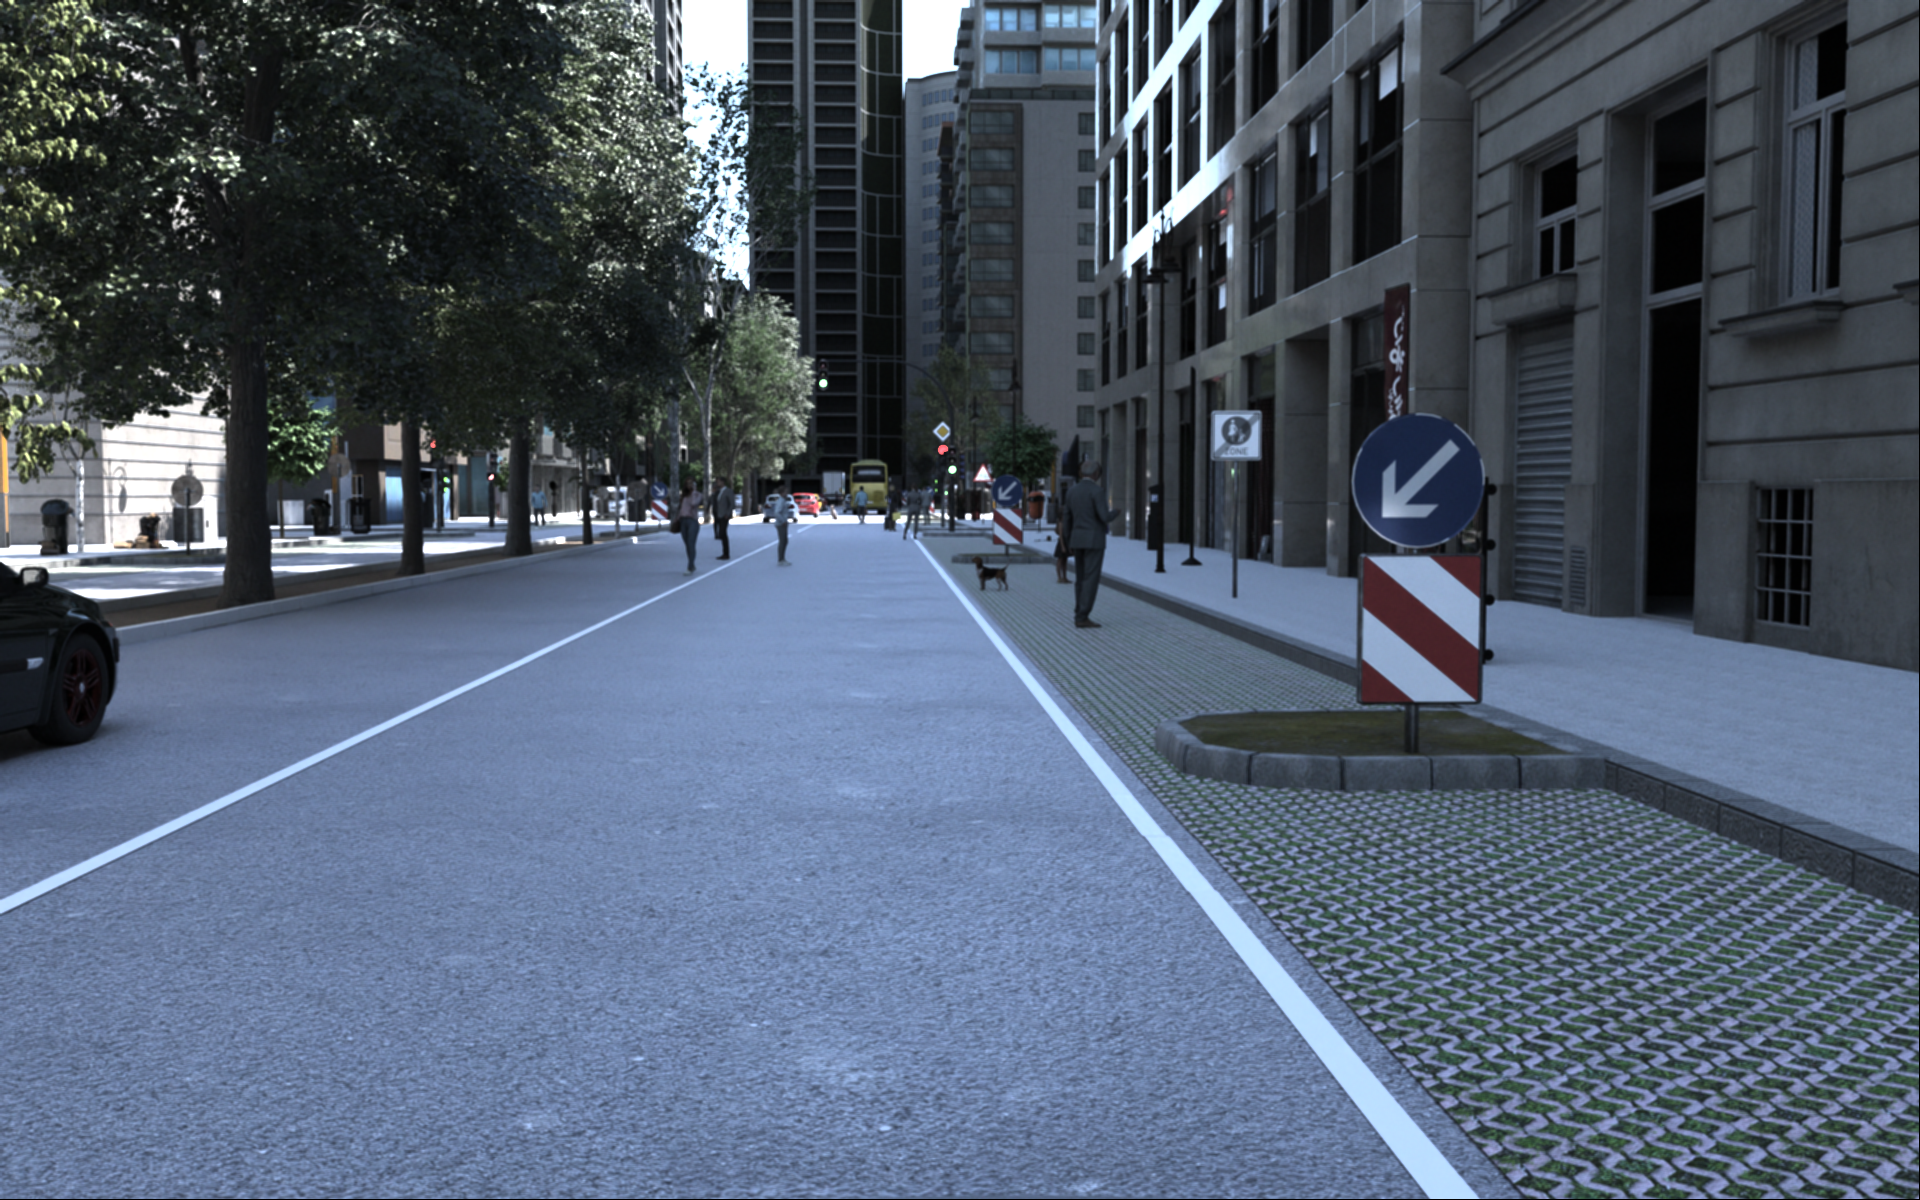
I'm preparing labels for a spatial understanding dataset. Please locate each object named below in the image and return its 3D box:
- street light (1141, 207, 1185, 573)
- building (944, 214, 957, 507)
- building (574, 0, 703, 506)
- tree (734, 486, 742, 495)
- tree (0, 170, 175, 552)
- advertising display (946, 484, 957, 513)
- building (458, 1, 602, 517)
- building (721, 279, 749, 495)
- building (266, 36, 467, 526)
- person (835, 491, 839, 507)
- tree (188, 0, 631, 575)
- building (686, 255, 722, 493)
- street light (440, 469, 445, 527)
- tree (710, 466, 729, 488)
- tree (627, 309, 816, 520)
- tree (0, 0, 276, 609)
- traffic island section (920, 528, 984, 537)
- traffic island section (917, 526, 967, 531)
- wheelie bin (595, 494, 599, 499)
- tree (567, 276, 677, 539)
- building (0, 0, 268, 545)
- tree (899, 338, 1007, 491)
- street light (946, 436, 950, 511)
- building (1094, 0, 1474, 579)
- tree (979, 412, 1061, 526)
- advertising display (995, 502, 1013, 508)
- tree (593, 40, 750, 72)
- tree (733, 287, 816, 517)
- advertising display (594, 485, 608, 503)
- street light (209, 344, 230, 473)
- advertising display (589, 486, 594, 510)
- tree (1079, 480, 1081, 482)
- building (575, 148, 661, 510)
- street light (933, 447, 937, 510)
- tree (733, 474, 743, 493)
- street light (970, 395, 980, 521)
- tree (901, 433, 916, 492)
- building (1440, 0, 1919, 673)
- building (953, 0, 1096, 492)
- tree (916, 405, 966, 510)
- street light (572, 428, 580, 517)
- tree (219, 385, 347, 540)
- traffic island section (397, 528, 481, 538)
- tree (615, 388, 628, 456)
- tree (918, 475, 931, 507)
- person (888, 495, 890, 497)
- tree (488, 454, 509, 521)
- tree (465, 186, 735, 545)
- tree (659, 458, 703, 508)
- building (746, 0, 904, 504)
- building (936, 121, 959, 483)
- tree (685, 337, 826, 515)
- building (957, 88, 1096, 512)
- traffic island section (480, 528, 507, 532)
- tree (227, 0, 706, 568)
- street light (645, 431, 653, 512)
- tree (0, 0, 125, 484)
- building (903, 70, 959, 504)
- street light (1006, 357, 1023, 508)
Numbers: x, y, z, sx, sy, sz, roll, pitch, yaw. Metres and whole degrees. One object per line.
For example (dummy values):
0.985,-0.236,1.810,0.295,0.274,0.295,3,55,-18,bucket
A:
3.283,-3.390,28.220,0.468,5.910,1.993,0,4,-3,street light
5.283,-25.013,180.656,14.160,30.474,14.107,0,4,-3,building
-38.003,-45.681,185.144,20.563,71.187,20.611,0,4,-3,building
-27.406,-13.344,212.774,1.663,3.219,1.824,0,3,0,tree
-19.507,-5.380,38.333,4.360,8.622,3.978,0,3,0,tree
-0.546,-6.718,115.060,0.974,1.923,0.123,-3,5,-39,advertising display
-35.472,-29.733,105.739,23.786,49.044,30.456,0,4,-3,building
-35.537,-28.208,232.899,14.107,30.474,14.160,0,4,-3,building
-30.561,-26.033,75.745,14.600,45.320,14.200,0,4,-3,building
-13.846,-11.397,195.531,0.721,1.739,1.217,1,4,9,person
-9.780,-6.728,30.585,7.486,12.596,7.792,0,3,0,tree
-36.743,-26.663,207.644,14.107,30.474,14.160,0,4,-3,building
-19.955,-5.738,66.600,0.468,5.910,1.993,0,4,-3,street light
-24.689,-10.983,163.289,4.285,4.588,4.351,0,3,0,tree
-12.676,-10.259,95.954,9.928,11.665,9.643,0,3,0,tree
-8.945,-6.866,21.369,9.857,13.997,8.962,0,3,0,tree
-0.262,-2.248,59.039,2.009,0.180,2.903,0,4,-3,traffic island section
-0.640,-2.736,67.015,2.009,0.180,2.903,0,4,-3,traffic island section
-21.590,-5.921,104.708,0.980,1.594,0.693,0,4,0,wheelie bin
-10.887,-6.243,54.900,4.360,8.622,3.978,0,3,0,tree
-33.317,-12.625,48.212,24.055,21.916,13.314,0,4,-3,building
-0.213,-10.396,104.381,7.601,10.594,8.767,0,4,-2,tree
-0.716,-8.468,111.239,0.468,5.910,1.993,0,4,-3,street light
14.785,-14.377,39.582,19.350,26.468,34.151,0,4,-3,building
2.397,-5.225,69.145,4.285,4.588,4.351,0,3,0,tree
2.237,-5.043,87.674,0.974,1.923,0.123,0,4,3,advertising display
-12.936,-13.018,71.189,12.611,20.169,13.585,0,3,0,tree
-13.266,-12.085,106.709,9.857,13.997,8.962,0,3,0,tree
-26.552,-7.543,128.544,0.974,1.923,0.123,2,4,24,advertising display
-18.999,-4.410,44.894,0.468,5.910,1.993,0,4,-3,street light
-28.971,-8.017,136.283,0.123,1.923,0.974,3,5,43,advertising display
7.737,-7.647,119.629,1.663,3.219,1.824,0,3,0,tree
-33.462,-22.988,147.550,14.160,30.474,14.107,0,4,-3,building
-2.085,-10.304,141.257,0.468,5.910,1.993,0,4,-3,street light
-27.416,-13.792,209.217,4.285,4.588,4.351,0,3,0,tree
0.688,-6.623,81.074,0.468,5.910,1.993,0,4,-3,street light
-4.278,-14.384,185.545,4.360,8.622,3.978,0,3,0,tree
14.337,-10.661,7.587,16.112,22.955,30.059,0,4,-3,building
10.795,-32.934,158.084,23.786,49.044,30.456,0,4,-3,building
-0.849,-11.459,137.712,4.360,8.622,3.978,0,3,0,tree
-21.295,-7.565,96.481,0.468,5.910,1.993,0,4,-3,street light
-19.267,-4.013,49.332,4.285,4.588,4.351,0,3,0,tree
-17.535,-2.199,58.229,2.009,0.180,2.903,0,4,-3,traffic island section
-23.525,-12.834,135.586,9.928,11.665,9.643,0,3,0,tree
-3.526,-11.153,176.959,1.663,3.219,1.824,0,3,0,tree
-7.683,-10.404,178.693,1.348,1.812,0.705,-2,4,-29,person
-21.819,-5.442,83.578,1.663,3.219,1.824,0,3,0,tree
-10.465,-6.845,48.784,8.767,10.594,7.601,0,4,-3,tree
-23.963,-9.976,146.828,4.285,4.588,4.351,0,3,0,tree
-17.962,-48.816,236.385,20.611,71.187,20.563,0,4,-3,building
8.465,-33.469,201.841,22.147,44.769,28.867,0,4,-3,building
-13.904,-12.069,116.798,9.611,12.733,9.660,0,3,0,tree
7.348,-21.750,127.314,14.160,30.474,14.107,0,4,-3,building
-17.912,-2.687,66.205,2.009,0.180,2.903,0,4,-3,traffic island section
-10.236,-7.987,39.703,9.857,13.997,8.962,0,3,0,tree
-22.783,-9.442,127.165,0.468,5.910,1.993,0,4,-3,street light
-8.780,-3.751,14.148,4.737,8.622,4.395,0,3,0,tree
6.494,-42.531,237.382,28.212,58.520,21.231,0,4,-3,building
1.837,-5.252,58.659,0.468,5.910,1.993,0,4,-3,street light
